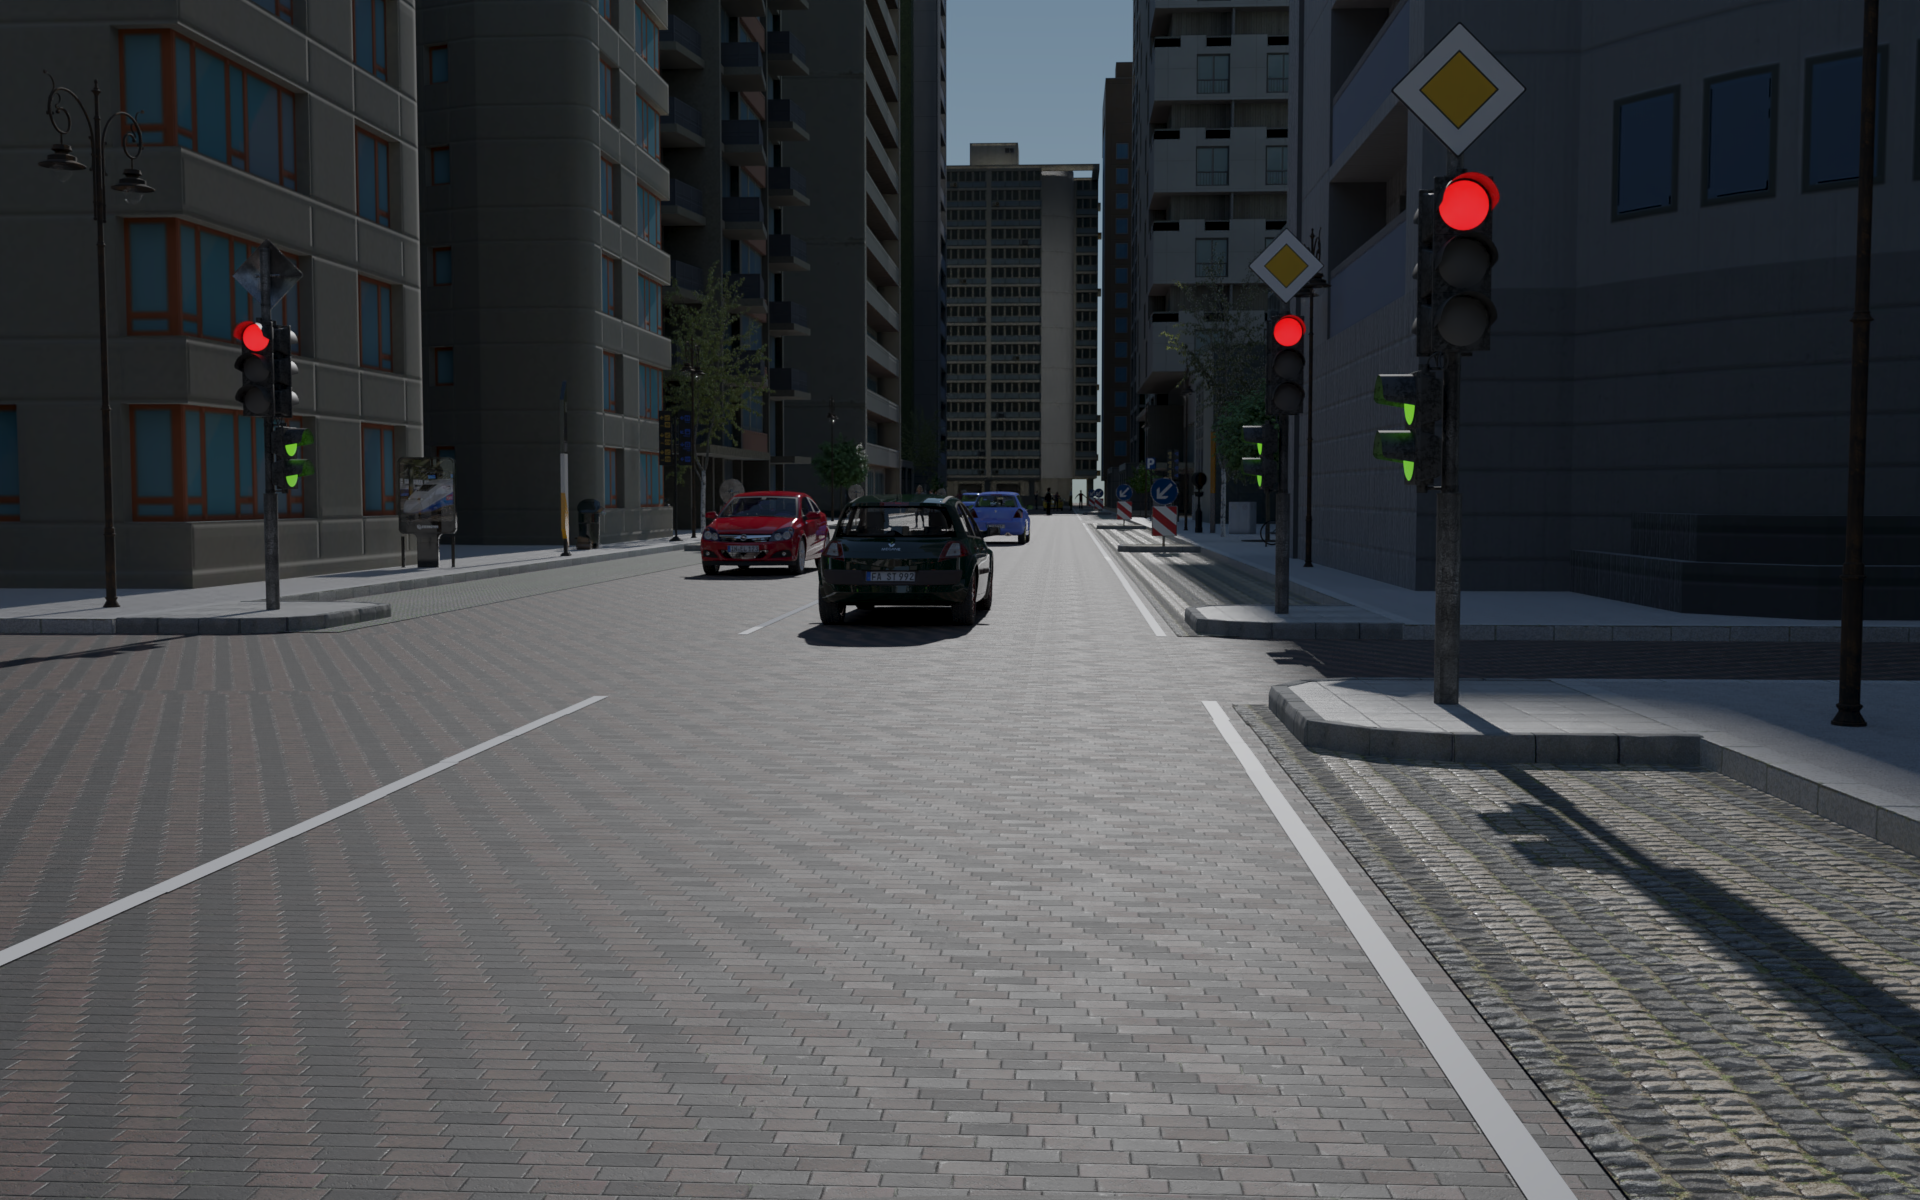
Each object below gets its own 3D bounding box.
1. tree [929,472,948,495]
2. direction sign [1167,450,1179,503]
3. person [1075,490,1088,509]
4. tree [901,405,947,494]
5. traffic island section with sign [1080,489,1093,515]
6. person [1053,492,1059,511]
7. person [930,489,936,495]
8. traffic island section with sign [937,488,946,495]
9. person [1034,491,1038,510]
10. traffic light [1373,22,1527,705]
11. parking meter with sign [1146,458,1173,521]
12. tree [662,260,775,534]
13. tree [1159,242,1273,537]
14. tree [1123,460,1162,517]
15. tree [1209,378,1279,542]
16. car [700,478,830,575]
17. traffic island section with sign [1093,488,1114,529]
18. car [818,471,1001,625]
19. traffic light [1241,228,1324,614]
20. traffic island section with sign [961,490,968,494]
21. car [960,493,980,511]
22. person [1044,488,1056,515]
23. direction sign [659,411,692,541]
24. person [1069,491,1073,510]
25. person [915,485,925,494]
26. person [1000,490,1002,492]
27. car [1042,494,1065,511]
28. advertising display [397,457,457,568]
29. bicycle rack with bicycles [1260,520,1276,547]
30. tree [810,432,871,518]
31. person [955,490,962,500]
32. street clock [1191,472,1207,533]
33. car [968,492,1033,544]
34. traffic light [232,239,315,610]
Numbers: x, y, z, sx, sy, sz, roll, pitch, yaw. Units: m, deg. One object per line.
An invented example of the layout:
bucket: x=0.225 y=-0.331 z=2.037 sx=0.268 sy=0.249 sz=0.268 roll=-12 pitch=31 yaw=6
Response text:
tree: x=-2.090 y=-9.348 z=147.442 sx=1.663 sy=3.219 sz=1.824 roll=0 pitch=3 yaw=0
direction sign: x=10.844 y=-5.891 z=88.312 sx=0.876 sy=3.537 sz=0.379 roll=-3 pitch=5 yaw=-42
person: x=11.599 y=-9.634 z=165.983 sx=1.348 sy=1.831 sz=0.705 roll=-1 pitch=4 yaw=-16
tree: x=-2.928 y=-11.759 z=142.625 sx=4.737 sy=8.622 sz=4.395 roll=0 pitch=3 yaw=0
traffic island section with sign: x=9.519 y=-6.821 z=120.156 sx=1.989 sy=1.847 sz=2.006 roll=0 pitch=4 yaw=3
person: x=8.040 y=-8.245 z=144.780 sx=0.415 sy=1.643 sz=0.593 roll=3 pitch=5 yaw=45
person: x=-1.786 y=-6.203 z=110.726 sx=0.445 sy=1.727 sz=0.742 roll=1 pitch=4 yaw=19
traffic island section with sign: x=-1.242 y=-6.903 z=121.498 sx=1.989 sy=1.847 sz=2.006 roll=0 pitch=4 yaw=3
person: x=6.928 y=-9.162 z=159.100 sx=0.445 sy=1.727 sz=0.742 roll=-3 pitch=4 yaw=-36
traffic light: x=2.961 y=-1.320 z=10.498 sx=0.839 sy=4.253 sz=0.868 roll=0 pitch=4 yaw=3
parking meter with sign: x=9.697 y=-5.345 z=83.644 sx=0.543 sy=3.016 sz=1.738 roll=3 pitch=5 yaw=41
tree: x=-8.157 y=-6.433 z=55.536 sx=4.737 sy=8.622 sz=4.395 roll=0 pitch=3 yaw=0
tree: x=8.109 y=-6.189 z=51.547 sx=4.360 sy=8.622 sz=3.978 roll=0 pitch=3 yaw=0
tree: x=10.447 y=-6.399 z=99.225 sx=1.663 sy=3.219 sz=1.824 roll=0 pitch=3 yaw=0
tree: x=8.429 y=-3.858 z=46.788 sx=4.285 sy=4.588 sz=4.351 roll=0 pitch=3 yaw=0
car: x=-3.569 y=-1.416 z=32.188 sx=2.155 sy=1.783 sz=4.494 roll=0 pitch=4 yaw=5
traffic island section with sign: x=6.572 y=-3.797 z=70.714 sx=1.989 sy=1.847 sz=2.006 roll=0 pitch=4 yaw=3
car: x=-0.560 y=-0.645 z=20.338 sx=2.009 sy=1.686 sz=4.222 roll=0 pitch=4 yaw=5
traffic light: x=3.434 y=-1.807 z=18.469 sx=0.839 sy=4.253 sz=0.868 roll=0 pitch=4 yaw=3
traffic island section with sign: x=0.390 y=-8.582 z=148.950 sx=1.989 sy=1.847 sz=2.006 roll=0 pitch=4 yaw=3
car: x=0.727 y=-6.041 z=108.366 sx=1.945 sy=1.707 sz=3.694 roll=0 pitch=4 yaw=2
person: x=6.016 y=-6.651 z=116.878 sx=0.705 sy=1.869 sz=1.348 roll=-2 pitch=4 yaw=-28
direction sign: x=-7.748 y=-3.375 z=47.178 sx=0.876 sy=3.537 sz=0.379 roll=-1 pitch=4 yaw=-13
person: x=9.630 y=-8.712 z=151.668 sx=0.721 sy=1.736 sz=1.217 roll=1 pitch=4 yaw=9
person: x=-1.649 y=-3.988 z=73.887 sx=0.709 sy=1.800 sz=0.728 roll=2 pitch=4 yaw=24
person: x=3.163 y=-7.757 z=136.041 sx=1.217 sy=1.735 sz=0.721 roll=-1 pitch=4 yaw=-12
car: x=7.999 y=-8.449 z=148.363 sx=2.015 sy=1.641 sz=3.980 roll=0 pitch=4 yaw=3
advertising display: x=-9.285 y=-1.529 z=30.206 sx=0.974 sy=1.923 sz=0.123 roll=0 pitch=4 yaw=-7
bicycle rack with bicycles: x=8.630 y=-1.778 z=42.459 sx=2.925 sy=0.926 sz=2.852 roll=3 pitch=4 yaw=39
tree: x=-6.319 y=-6.626 z=92.054 sx=4.285 sy=4.588 sz=4.351 roll=0 pitch=3 yaw=0
person: x=0.016 y=-8.139 z=142.298 sx=1.217 sy=1.743 sz=0.721 roll=0 pitch=4 yaw=-2
street clock: x=7.899 y=-3.222 z=57.243 sx=0.471 sy=2.002 sz=0.358 roll=-2 pitch=4 yaw=-25
car: x=1.171 y=-2.532 z=50.981 sx=1.945 sy=1.707 sz=3.694 roll=0 pitch=4 yaw=5
traffic light: x=-7.608 y=-1.846 z=19.107 sx=0.839 sy=4.253 sz=0.868 roll=0 pitch=4 yaw=3
